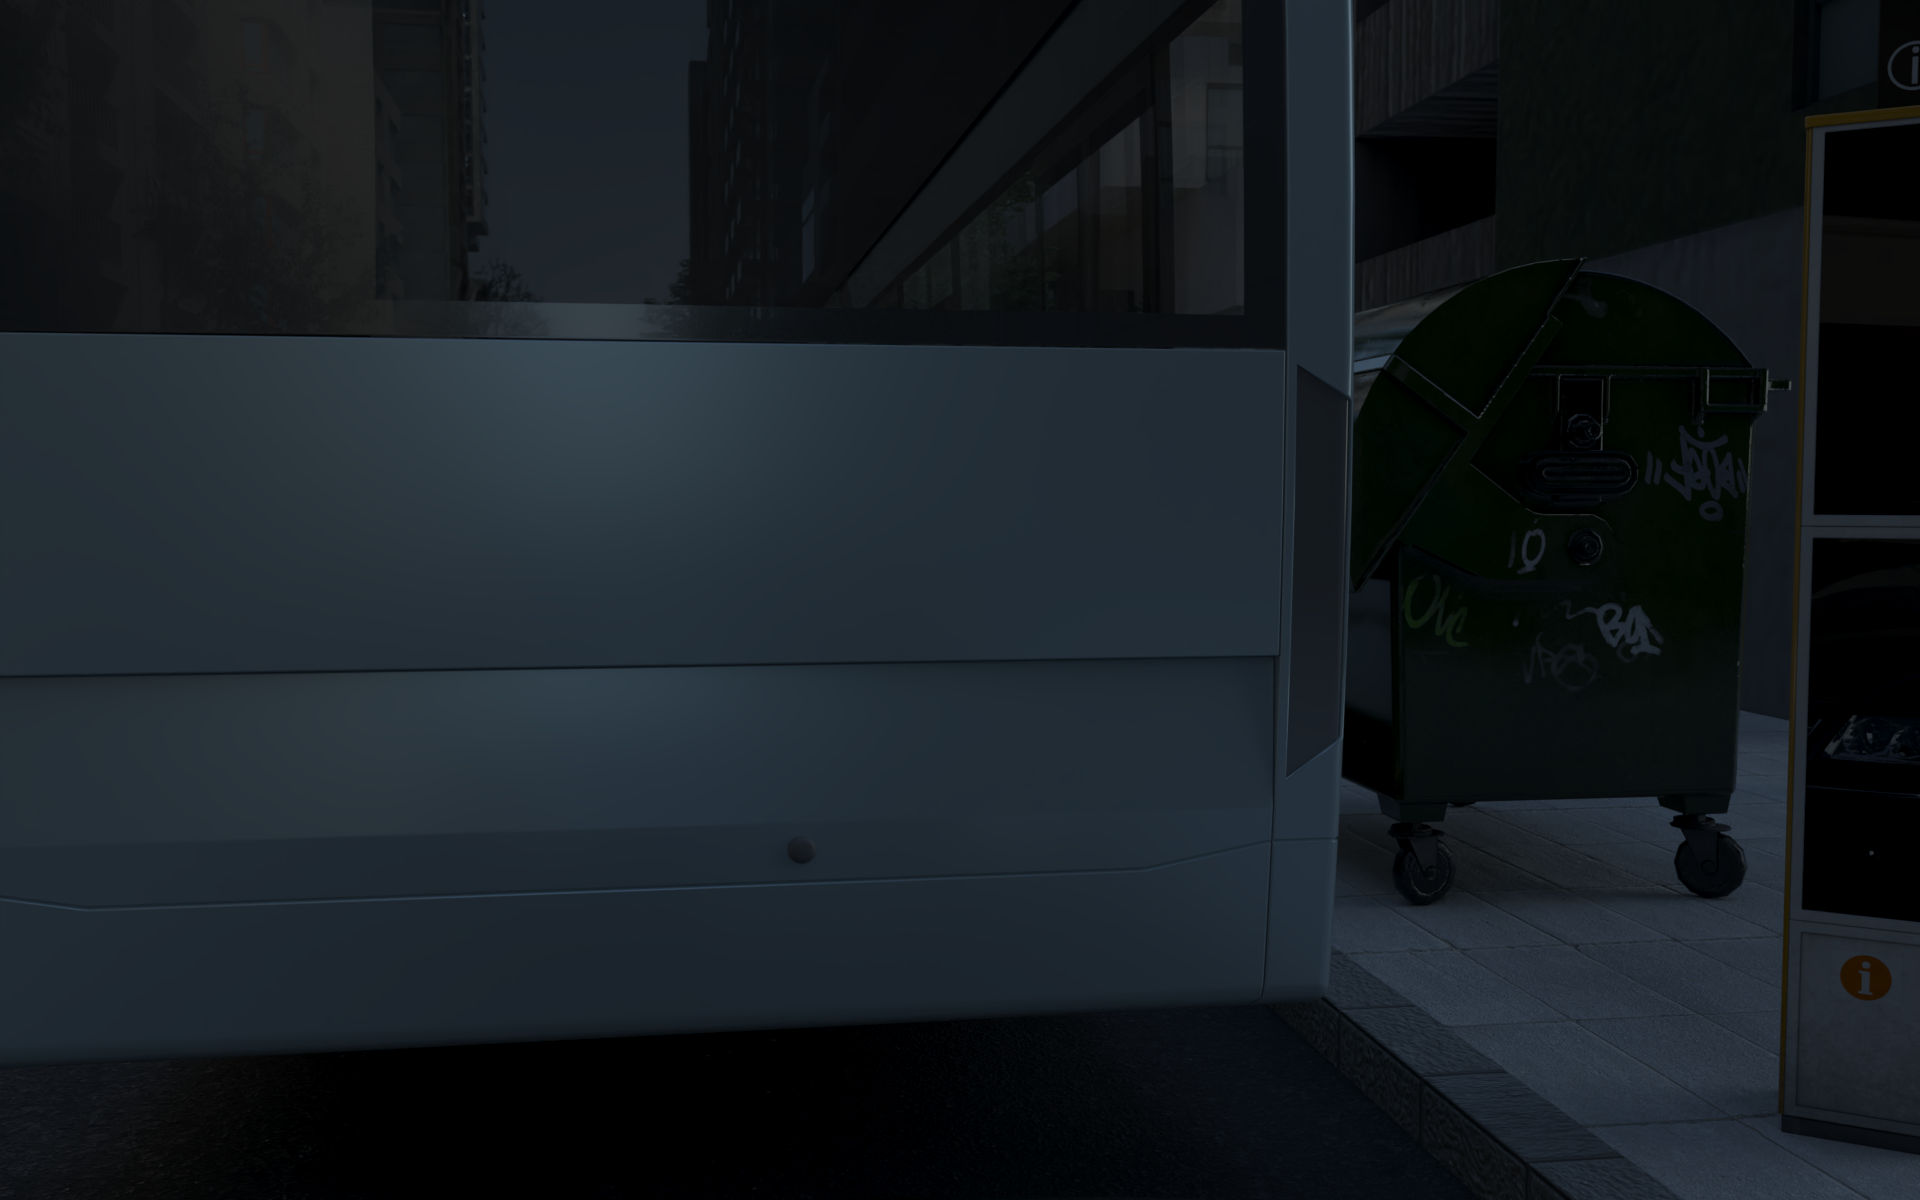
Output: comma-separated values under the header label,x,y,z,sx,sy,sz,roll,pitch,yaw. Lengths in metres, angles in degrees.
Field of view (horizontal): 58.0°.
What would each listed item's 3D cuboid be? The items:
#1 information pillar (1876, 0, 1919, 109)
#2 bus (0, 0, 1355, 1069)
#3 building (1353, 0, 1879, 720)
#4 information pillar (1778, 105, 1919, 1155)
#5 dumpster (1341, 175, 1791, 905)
label,x,y,z,sx,sy,sz,roll,pitch,yaw
information pillar,4.056,-0.973,7.266,0.504,3.616,0.183,2,4,25
bus,-1.644,-0.891,9.429,2.948,3.499,13.247,-1,4,-10
building,10.785,-14.927,15.752,14.160,30.474,14.107,-1,4,-8
information pillar,1.845,0.062,3.473,0.304,2.012,0.304,2,4,30
dumpster,1.743,-0.225,6.180,1.502,2.255,1.985,-1,4,-8
